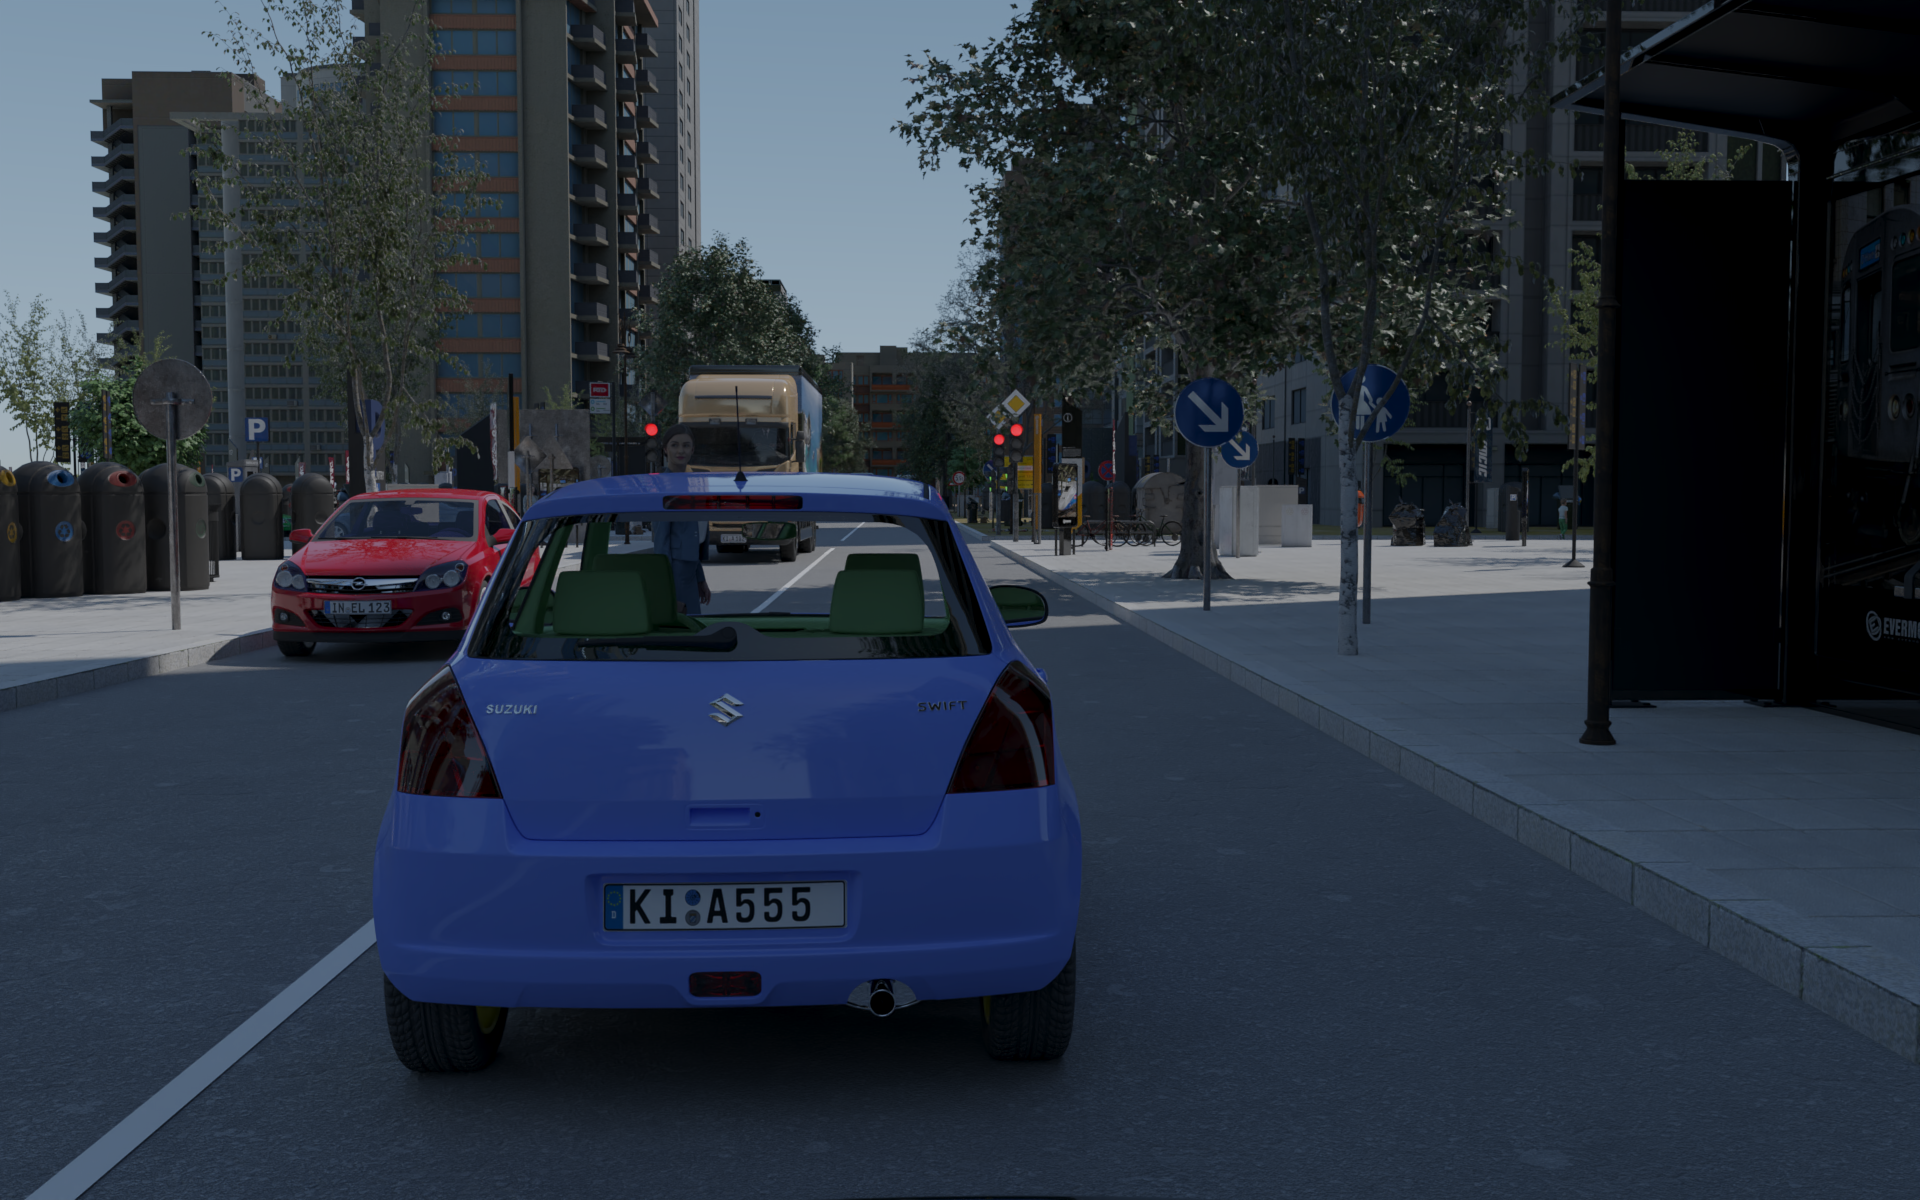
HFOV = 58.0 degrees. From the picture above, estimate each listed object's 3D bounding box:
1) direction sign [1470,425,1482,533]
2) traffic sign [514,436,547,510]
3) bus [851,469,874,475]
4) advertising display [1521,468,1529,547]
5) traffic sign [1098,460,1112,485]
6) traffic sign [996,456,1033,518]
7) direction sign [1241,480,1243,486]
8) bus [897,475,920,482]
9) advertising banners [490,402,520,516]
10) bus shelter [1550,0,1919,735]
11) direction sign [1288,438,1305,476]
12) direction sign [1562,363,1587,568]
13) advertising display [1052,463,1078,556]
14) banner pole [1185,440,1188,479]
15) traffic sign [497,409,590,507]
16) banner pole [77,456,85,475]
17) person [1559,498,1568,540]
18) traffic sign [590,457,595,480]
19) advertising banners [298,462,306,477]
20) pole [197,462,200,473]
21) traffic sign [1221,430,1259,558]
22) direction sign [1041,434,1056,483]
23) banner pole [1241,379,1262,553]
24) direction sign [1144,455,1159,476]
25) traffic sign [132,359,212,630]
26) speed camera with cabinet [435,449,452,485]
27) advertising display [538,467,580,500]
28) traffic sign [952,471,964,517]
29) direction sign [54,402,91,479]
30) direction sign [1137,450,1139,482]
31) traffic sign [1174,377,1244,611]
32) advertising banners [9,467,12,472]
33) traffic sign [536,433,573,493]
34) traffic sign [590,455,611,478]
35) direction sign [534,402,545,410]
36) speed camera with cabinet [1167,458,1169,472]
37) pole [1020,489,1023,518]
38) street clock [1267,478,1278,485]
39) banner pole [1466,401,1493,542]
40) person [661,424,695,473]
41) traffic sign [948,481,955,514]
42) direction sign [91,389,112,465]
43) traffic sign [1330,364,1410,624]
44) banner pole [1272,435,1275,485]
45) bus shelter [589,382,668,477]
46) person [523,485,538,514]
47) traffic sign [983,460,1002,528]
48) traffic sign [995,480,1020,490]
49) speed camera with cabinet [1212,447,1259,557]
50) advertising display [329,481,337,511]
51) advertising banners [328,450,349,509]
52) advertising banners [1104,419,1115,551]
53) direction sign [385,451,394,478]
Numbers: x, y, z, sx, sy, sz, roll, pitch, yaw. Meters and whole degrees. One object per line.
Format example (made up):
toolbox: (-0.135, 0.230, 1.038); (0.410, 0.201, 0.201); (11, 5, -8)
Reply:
direction sign: (16.968, -3.965, 56.831); (0.876, 3.537, 0.379); (-3, 5, -45)
traffic sign: (-8.616, -2.040, 34.541); (0.795, 2.450, 0.064); (0, 4, 4)
bus: (-8.601, -9.347, 147.690); (2.948, 3.499, 13.247); (0, 4, -1)
advertising display: (13.920, -2.291, 42.669); (0.123, 1.923, 0.974); (1, 4, 20)
traffic sign: (5.597, -3.995, 65.425); (0.768, 2.556, 0.104); (0, 4, 0)
traffic sign: (3.021, -5.983, 91.693); (2.265, 3.308, 0.079); (0, 4, 3)
direction sign: (6.435, -2.907, 39.525); (0.379, 3.537, 0.876); (1, 4, 14)
bus: (-5.294, -10.843, 172.144); (2.948, 3.499, 13.247); (0, 4, -3)
advertising banners: (-8.561, -2.223, 32.540); (0.090, 3.025, 2.074); (-2, 4, -27)
bus shelter: (4.474, -0.983, 7.357); (1.731, 3.624, 6.357); (0, 4, -2)
direction sign: (13.560, -4.764, 69.882); (0.876, 3.537, 0.379); (-2, 4, -33)
direction sign: (10.748, -2.338, 30.229); (0.379, 3.537, 0.876); (3, 4, 37)
advertising display: (2.200, -1.896, 36.205); (0.123, 1.923, 0.974); (2, 4, 29)
banner pole: (9.471, -4.967, 71.228); (0.401, 3.779, 0.863); (-3, 4, -37)
traffic sign: (-10.017, -2.924, 41.683); (2.265, 3.308, 0.079); (0, 4, 5)
banner pole: (-57.929, -7.596, 114.217); (0.401, 3.779, 0.863); (1, 4, 15)
person: (18.379, -2.450, 52.803); (0.306, 1.304, 0.590); (3, 4, 38)
traffic sign: (-12.765, -3.653, 59.837); (0.768, 2.556, 0.104); (0, 4, 5)
advertising banners: (-36.634, -6.043, 94.983); (2.074, 3.025, 0.090); (2, 4, 25)
pole: (-47.584, -7.002, 108.333); (0.158, 3.312, 0.155); (0, 3, 0)
traffic sign: (5.555, -2.107, 34.554); (0.768, 2.556, 0.104); (0, 3, 0)
direction sign: (3.202, -4.497, 65.518); (0.876, 3.537, 0.379); (1, 4, 15)
banner pole: (6.305, -2.932, 37.955); (0.401, 3.779, 0.863); (-1, 4, -21)
direction sign: (11.041, -6.589, 99.733); (0.876, 3.537, 0.379); (2, 4, 24)
traffic sign: (-7.416, -0.991, 16.314); (0.768, 2.556, 0.104); (0, 4, 3)
speed camera with cabinet: (-21.271, -4.765, 72.240); (0.660, 3.252, 2.038); (0, 4, 5)
advertising display: (-9.556, -2.206, 41.283); (0.974, 1.923, 0.123); (-2, 4, -26)
traffic sign: (-0.037, -5.915, 96.818); (0.768, 2.556, 0.104); (0, 4, 6)
direction sign: (-21.816, -3.101, 42.705); (0.876, 3.537, 0.379); (-1, 4, -9)
direction sign: (9.192, -5.993, 89.990); (0.379, 3.537, 0.876); (0, 4, 0)
traffic sign: (2.719, -1.156, 19.000); (0.768, 2.556, 0.104); (0, 4, 1)
advertising banners: (-61.274, -7.038, 111.263); (2.074, 3.025, 0.090); (3, 5, 40)
traffic sign: (-8.645, -2.245, 36.702); (0.884, 2.594, 0.081); (0, 4, 0)
traffic sign: (-11.805, -3.464, 56.742); (0.768, 2.556, 0.104); (0, 4, 3)
direction sign: (-10.425, -3.122, 43.037); (0.379, 3.537, 0.876); (-2, 4, -29)
speed camera with cabinet: (11.340, -6.174, 95.286); (0.660, 3.252, 2.038); (2, 4, 31)
pole: (3.358, -6.103, 93.620); (0.158, 3.312, 0.155); (0, 3, 0)
street clock: (14.160, -4.521, 78.493); (0.471, 2.002, 0.358); (0, 4, -2)
banner pole: (13.945, -3.469, 46.733); (0.863, 3.779, 0.401); (1, 4, 11)
person: (-1.628, -0.074, 9.742); (0.654, 1.822, 0.581); (2, 4, 28)
traffic sign: (-0.326, -6.725, 109.964); (0.884, 2.594, 0.081); (0, 4, 6)
direction sign: (-18.604, -2.803, 37.823); (0.379, 3.537, 0.876); (-1, 4, -16)
traffic sign: (4.022, -1.037, 17.060); (0.768, 2.556, 0.104); (0, 4, 7)
banner pole: (13.335, -5.120, 73.732); (0.401, 3.779, 0.863); (1, 4, 9)
bus shelter: (-12.268, -5.328, 64.743); (2.179, 5.291, 8.768); (0, 4, -2)
person: (-12.138, -2.421, 49.085); (0.512, 1.701, 0.522); (-3, 4, -37)
traffic sign: (1.234, -3.943, 64.580); (0.768, 2.556, 0.104); (0, 4, 0)
traffic sign: (2.946, -7.325, 113.629); (2.265, 3.308, 0.079); (0, 4, 2)
speed camera with cabinet: (5.707, -2.568, 36.323); (0.660, 3.252, 2.038); (0, 4, -8)
advertising display: (-31.873, -5.039, 87.605); (0.123, 1.923, 0.974); (1, 4, 20)
advertising banners: (-24.415, -4.401, 68.143); (0.090, 3.025, 2.074); (1, 4, 10)
advertising banners: (3.449, -2.657, 39.631); (0.090, 3.025, 2.074); (1, 4, 10)
direction sign: (-29.873, -6.025, 90.498); (0.876, 3.537, 0.379); (-1, 4, -14)
